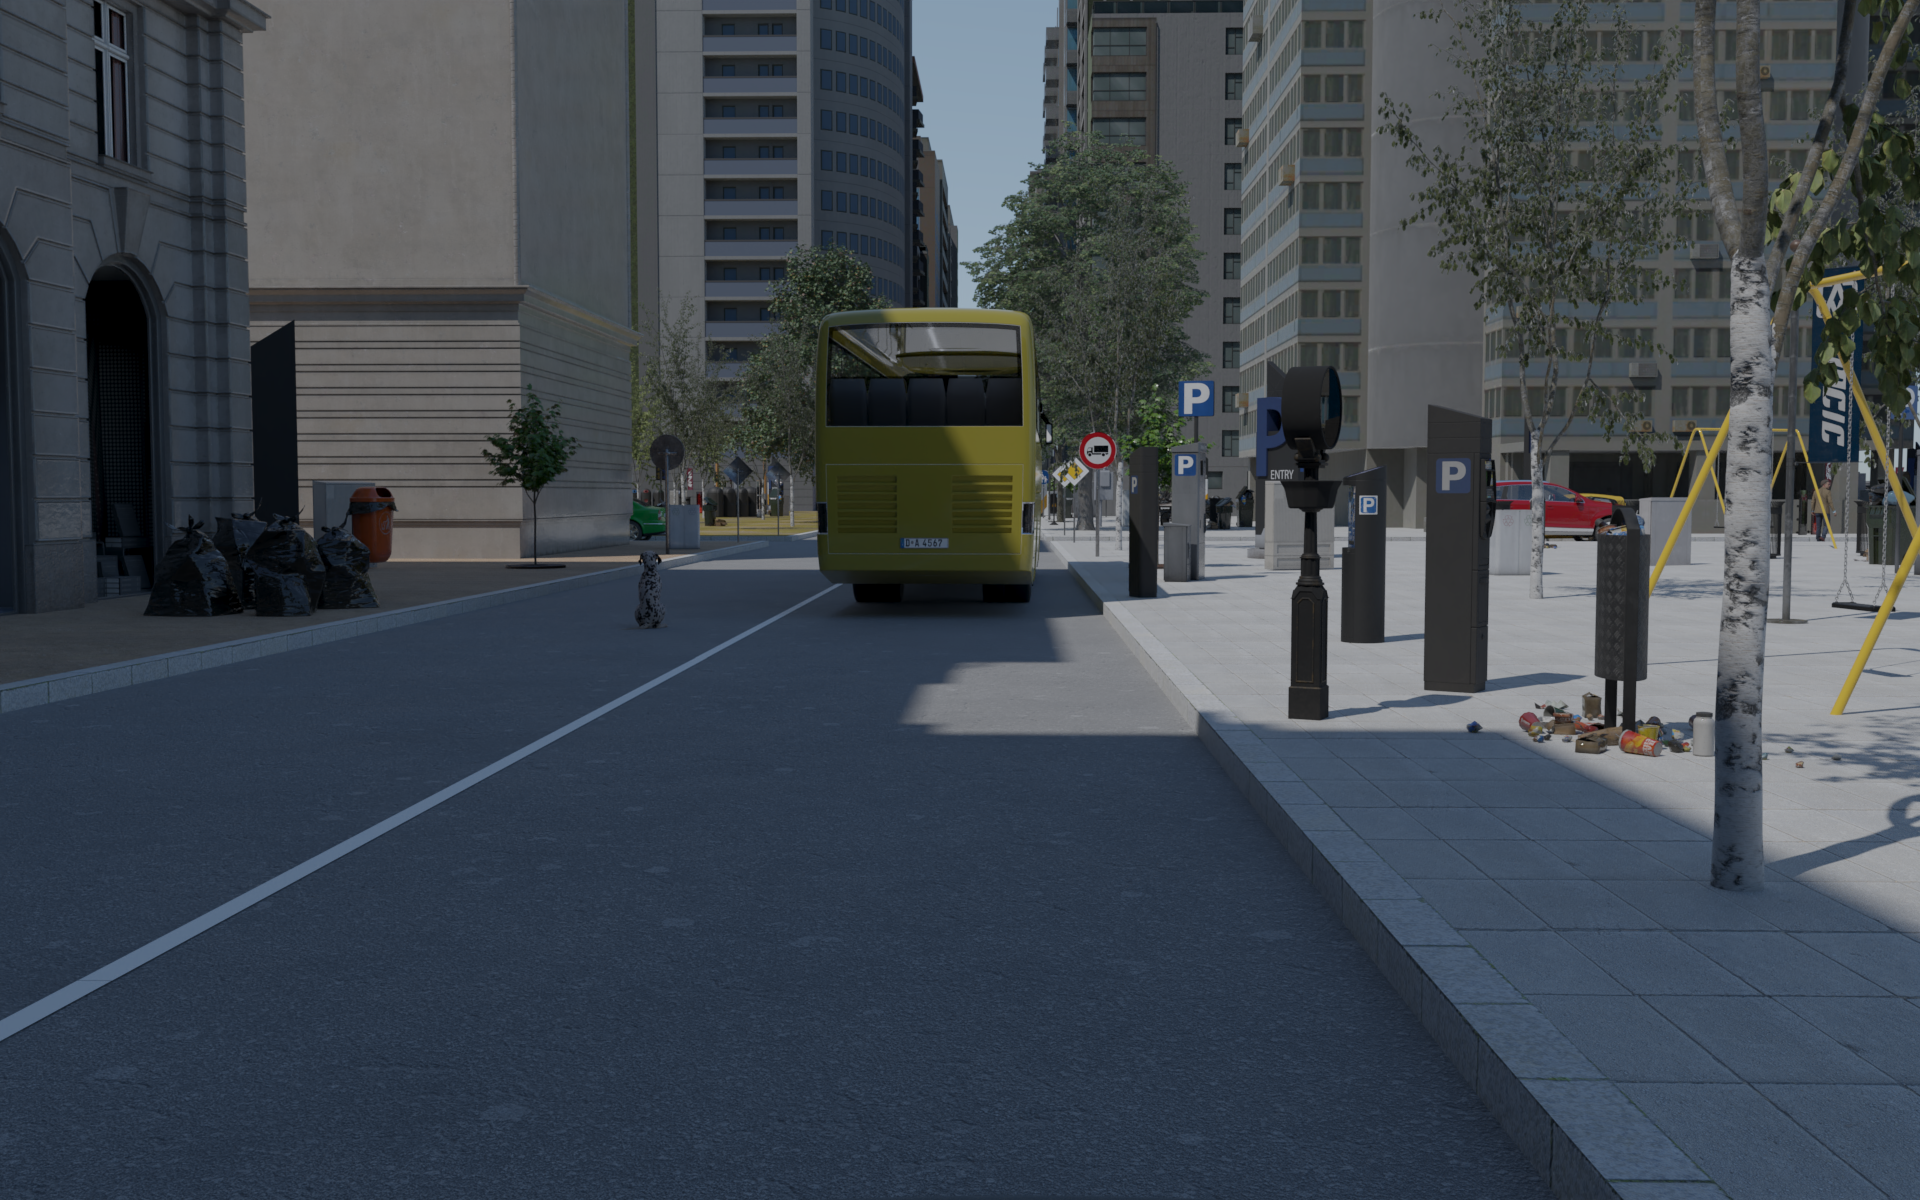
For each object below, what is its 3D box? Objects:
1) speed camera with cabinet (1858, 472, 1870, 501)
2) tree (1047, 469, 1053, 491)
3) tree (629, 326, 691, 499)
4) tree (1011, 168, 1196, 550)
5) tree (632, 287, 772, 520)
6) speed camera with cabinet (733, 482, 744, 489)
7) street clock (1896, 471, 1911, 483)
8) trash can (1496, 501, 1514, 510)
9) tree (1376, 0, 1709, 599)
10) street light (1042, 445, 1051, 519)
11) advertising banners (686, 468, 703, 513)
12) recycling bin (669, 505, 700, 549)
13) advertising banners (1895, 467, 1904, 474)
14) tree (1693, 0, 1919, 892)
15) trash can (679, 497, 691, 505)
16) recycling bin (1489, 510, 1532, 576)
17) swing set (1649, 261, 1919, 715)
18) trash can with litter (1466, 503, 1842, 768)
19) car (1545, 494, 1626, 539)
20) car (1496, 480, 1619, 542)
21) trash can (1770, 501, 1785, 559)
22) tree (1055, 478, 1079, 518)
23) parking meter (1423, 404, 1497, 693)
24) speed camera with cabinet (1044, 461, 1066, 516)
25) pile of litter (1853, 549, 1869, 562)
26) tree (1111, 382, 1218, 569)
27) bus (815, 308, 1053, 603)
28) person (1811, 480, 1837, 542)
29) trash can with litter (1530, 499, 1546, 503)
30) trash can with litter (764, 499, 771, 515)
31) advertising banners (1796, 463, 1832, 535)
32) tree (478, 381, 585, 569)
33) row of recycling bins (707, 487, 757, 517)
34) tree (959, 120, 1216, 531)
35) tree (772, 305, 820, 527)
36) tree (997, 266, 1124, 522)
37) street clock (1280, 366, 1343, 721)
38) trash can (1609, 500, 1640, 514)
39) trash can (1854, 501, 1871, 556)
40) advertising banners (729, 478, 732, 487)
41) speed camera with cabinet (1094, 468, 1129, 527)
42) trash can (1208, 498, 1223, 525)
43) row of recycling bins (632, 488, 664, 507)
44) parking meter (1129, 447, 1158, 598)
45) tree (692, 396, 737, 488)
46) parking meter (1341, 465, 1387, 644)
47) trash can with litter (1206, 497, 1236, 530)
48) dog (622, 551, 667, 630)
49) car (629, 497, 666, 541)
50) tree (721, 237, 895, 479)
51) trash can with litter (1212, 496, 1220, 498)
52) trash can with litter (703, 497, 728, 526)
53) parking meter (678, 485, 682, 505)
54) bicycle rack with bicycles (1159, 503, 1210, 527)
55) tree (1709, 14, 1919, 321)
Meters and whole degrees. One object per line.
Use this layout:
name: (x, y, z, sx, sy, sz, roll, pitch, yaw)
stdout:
speed camera with cabinet: (37.177, -4.696, 71.111, 0.660, 3.252, 2.038, 0, 4, -7)
tree: (5.339, -7.082, 110.398, 1.663, 3.219, 1.824, 0, 3, 0)
tree: (-14.695, -7.601, 74.638, 4.737, 8.622, 4.395, 0, 3, 0)
tree: (3.527, -5.452, 39.511, 4.360, 8.622, 3.978, 0, 3, 0)
tree: (-9.780, -6.831, 62.056, 4.360, 8.622, 3.978, 0, 3, 0)
speed camera with cabinet: (-13.110, -6.608, 102.375, 0.660, 3.252, 2.038, 0, 4, -8)
street clock: (29.890, -3.081, 54.937, 0.471, 2.002, 0.358, -2, 4, -33)
trash can: (11.345, -1.534, 36.733, 0.748, 1.137, 0.748, 0, 3, 0)
tree: (7.025, -4.305, 20.754, 4.360, 8.622, 3.978, 0, 3, 0)
street light: (4.620, -7.129, 89.342, 0.468, 5.910, 1.993, 0, 4, 2)
advertising banners: (-17.335, -7.294, 115.440, 2.074, 3.025, 0.090, 1, 4, 20)
recycling bin: (-6.466, -1.714, 40.578, 0.722, 1.027, 0.722, -1, 4, -9)
advertising banners: (59.917, -7.089, 112.097, 2.074, 3.025, 0.090, 1, 4, 19)
tree: (2.756, -3.360, 5.299, 4.737, 8.622, 4.395, 0, 3, 0)
trash can: (-15.500, -5.260, 97.658, 0.748, 1.137, 0.748, 0, 3, 0)
recycling bin: (8.772, -0.920, 27.592, 0.722, 1.027, 0.722, 0, 4, -4)
swing set: (6.375, -0.842, 11.384, 2.862, 2.851, 3.119, 0, 4, -5)
trash can with litter: (3.574, 0.110, 9.256, 1.678, 1.210, 2.233, 1, 4, 11)
car: (17.616, -2.454, 50.342, 3.980, 1.641, 2.015, 0, 4, 3)
car: (16.079, -2.413, 48.130, 5.304, 1.827, 2.281, 0, 4, 0)
trash can: (15.972, -1.390, 34.377, 0.748, 1.137, 0.748, 0, 3, 0)
tree: (6.188, -6.029, 93.179, 1.663, 3.219, 1.824, 0, 3, 0)
parking meter: (3.251, -0.340, 11.262, 0.399, 1.863, 0.255, 2, 4, 33)
speed camera with cabinet: (5.801, -6.593, 102.124, 2.038, 3.252, 0.660, -3, 4, -38)
pile of litter: (17.912, -1.176, 33.190, 1.719, 0.858, 1.176, 0, 4, -5)
tree: (3.369, -2.174, 30.152, 1.663, 3.219, 1.824, 0, 3, 0)
bus: (-0.076, -2.092, 25.743, 2.896, 3.916, 12.252, 0, 4, 3)
person: (24.350, -2.472, 48.827, 0.656, 1.842, 0.836, 2, 4, 26)
trash can with litter: (13.366, -1.836, 41.075, 2.233, 1.210, 1.678, -3, 4, -36)
trash can with litter: (-12.035, -5.844, 106.934, 1.055, 1.170, 0.624, -2, 4, -25)
advertising banners: (26.946, -3.567, 54.516, 2.074, 3.025, 0.090, -2, 4, -35)
tree: (-7.513, -2.165, 30.002, 1.663, 3.219, 1.824, 0, 3, 0)
row of recycling bins: (-12.574, -5.458, 96.356, 1.069, 1.692, 3.534, 3, 4, 39)
tree: (4.509, -9.427, 60.794, 9.857, 13.997, 8.962, 0, 3, 0)
tree: (-6.400, -7.210, 68.245, 4.360, 8.622, 3.978, 0, 3, 0)
tree: (4.420, -9.346, 78.558, 9.928, 11.665, 9.643, 0, 3, 0)
street clock: (1.996, -0.324, 9.863, 0.358, 2.002, 0.471, 2, 4, 27)
trash can: (15.314, -1.725, 39.852, 0.748, 1.137, 0.748, 0, 3, 0)
trash can: (18.865, -1.476, 35.782, 0.748, 1.137, 0.748, 0, 3, 0)
advertising banners: (-14.974, -7.311, 115.729, 0.090, 3.025, 2.074, 2, 4, 24)
speed camera with cabinet: (6.343, -4.524, 68.305, 2.038, 3.252, 0.660, 0, 4, -6)
trash can: (9.643, -3.248, 64.754, 0.748, 1.137, 0.748, 0, 3, 0)
row of recycling bins: (-23.151, -7.214, 125.062, 3.534, 1.692, 1.069, -1, 4, -21)
parking meter: (2.280, -0.970, 21.564, 0.255, 1.863, 0.399, -1, 4, -16)
tree: (-17.891, -10.691, 125.155, 4.737, 8.622, 4.395, 0, 3, 0)
parking meter: (3.495, -0.402, 14.990, 0.372, 1.533, 0.369, 0, 3, 0)
trash can with litter: (9.360, -3.118, 62.363, 1.055, 1.170, 0.624, -2, 4, -30)
dog: (-3.417, -0.104, 18.544, 0.513, 0.831, 0.800, 2, 4, 31)
car: (-10.817, -2.557, 50.611, 4.718, 1.807, 1.959, 0, 4, 1)
tree: (-5.909, -9.818, 77.528, 9.611, 12.733, 9.660, 0, 3, 0)
trash can with litter: (10.897, -3.967, 75.919, 2.233, 1.210, 1.678, -3, 5, -45)
trash can with litter: (-9.724, -3.521, 68.962, 1.055, 1.170, 0.624, 2, 4, 29)
parking meter: (-18.194, -6.562, 113.007, 0.255, 1.863, 0.399, -2, 4, -34)
bicycle rack with bicycles: (8.850, -3.285, 67.095, 2.925, 0.926, 2.852, -1, 4, -10)
tree: (12.876, -4.425, 22.718, 4.360, 8.622, 3.978, 0, 3, 0)
